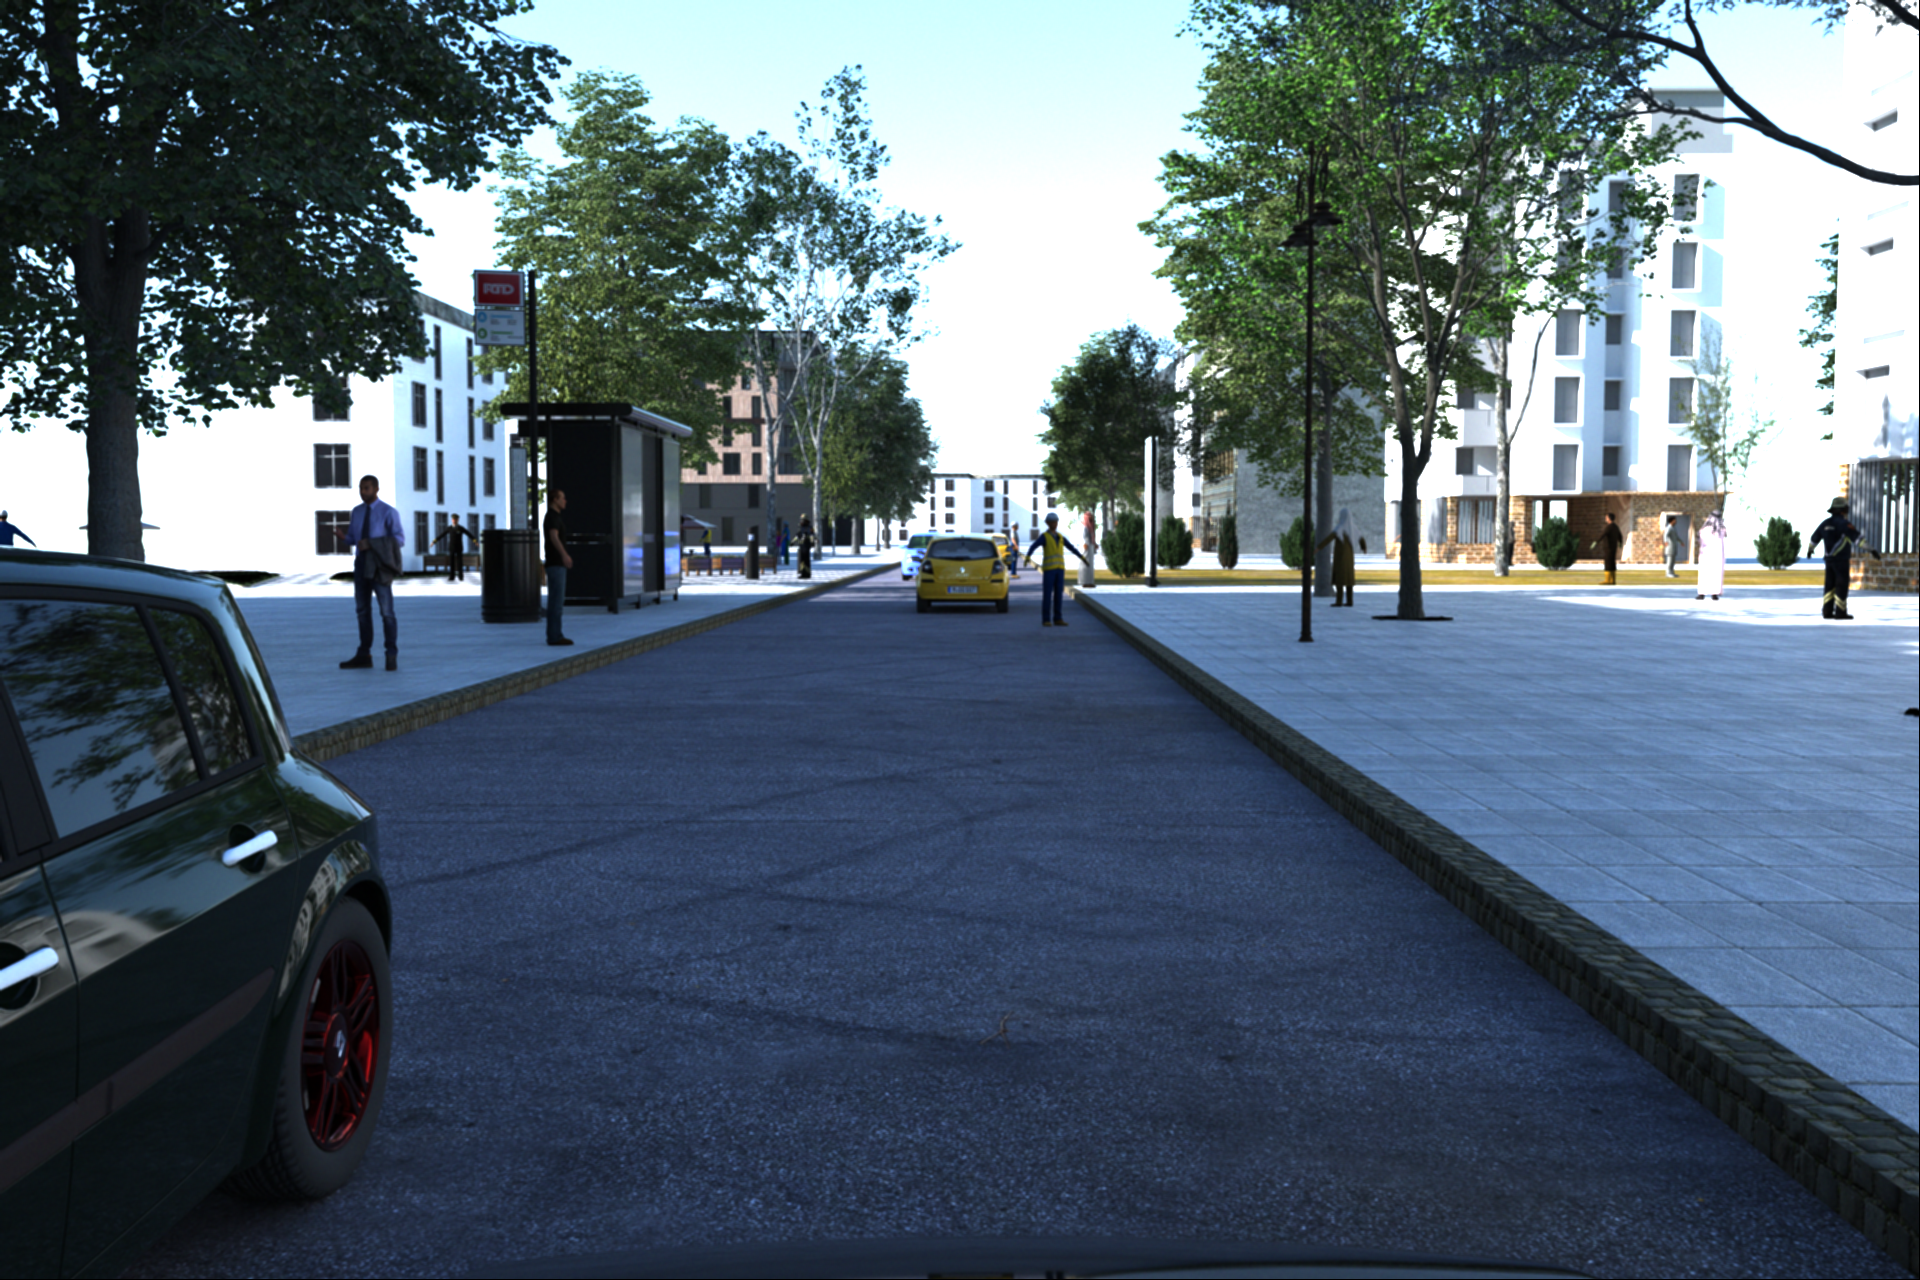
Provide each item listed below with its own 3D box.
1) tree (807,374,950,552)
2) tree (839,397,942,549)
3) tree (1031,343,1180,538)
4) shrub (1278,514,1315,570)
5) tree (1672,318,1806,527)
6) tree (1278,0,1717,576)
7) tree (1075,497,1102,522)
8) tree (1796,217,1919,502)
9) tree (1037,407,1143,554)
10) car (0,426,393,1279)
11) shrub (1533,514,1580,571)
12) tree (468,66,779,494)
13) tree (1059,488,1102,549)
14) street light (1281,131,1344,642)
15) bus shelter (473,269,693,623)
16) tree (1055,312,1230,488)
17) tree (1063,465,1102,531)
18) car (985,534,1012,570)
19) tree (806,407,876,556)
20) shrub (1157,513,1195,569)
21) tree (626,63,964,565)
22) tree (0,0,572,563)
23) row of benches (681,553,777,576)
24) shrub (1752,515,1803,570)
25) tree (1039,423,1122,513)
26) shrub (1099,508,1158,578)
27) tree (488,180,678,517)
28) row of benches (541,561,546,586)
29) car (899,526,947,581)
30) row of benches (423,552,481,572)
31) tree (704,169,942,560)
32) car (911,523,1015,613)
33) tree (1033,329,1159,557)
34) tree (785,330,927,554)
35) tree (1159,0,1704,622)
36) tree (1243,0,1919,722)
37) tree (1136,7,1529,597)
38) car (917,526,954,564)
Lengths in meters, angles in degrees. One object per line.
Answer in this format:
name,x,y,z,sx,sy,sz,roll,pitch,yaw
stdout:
tree,-5.925,-13.271,127.352,12.009,13.543,11.850,0,3,0
tree,-6.281,-14.701,147.020,9.857,13.997,8.962,0,3,0
tree,7.366,-9.207,84.949,7.601,10.594,8.767,1,4,23
shrub,12.111,-3.486,61.411,1.690,2.028,1.600,0,3,0
tree,26.036,-6.661,59.270,4.360,8.622,3.978,0,3,0
tree,15.404,-11.958,51.406,12.611,20.169,13.585,0,3,0
tree,18.216,-17.672,239.304,4.360,8.622,3.978,0,3,0
tree,29.644,-8.808,50.661,9.857,13.997,8.962,0,3,0
tree,8.258,-10.723,109.729,7.601,10.594,8.767,-2,4,-30
car,-2.210,0.451,2.407,2.009,1.686,4.222,0,4,1
shrub,21.014,-3.462,61.019,1.690,2.028,1.600,0,3,0
tree,-8.456,-7.652,43.234,7.486,12.596,7.792,0,3,0
tree,9.550,-11.587,139.809,4.737,8.622,4.395,0,3,0
street light,4.125,-2.916,20.467,0.468,5.910,1.993,0,4,1
bus shelter,-6.272,-3.146,29.065,2.179,5.291,8.768,0,4,0
tree,7.968,-8.485,73.145,7.601,10.594,8.767,2,4,25
tree,8.402,-10.352,119.615,4.737,8.622,4.395,0,3,0
car,1.298,-3.656,69.998,2.015,1.641,3.980,0,4,1
tree,-7.159,-9.209,100.929,4.737,8.622,4.395,0,3,0
shrub,7.723,-3.605,62.979,1.661,2.075,1.752,0,3,0
tree,-6.714,-13.094,69.978,12.611,20.169,13.585,0,3,0
tree,-8.504,-6.738,16.816,9.857,13.997,8.962,0,3,0
row of benches,-7.297,-2.386,54.480,1.422,0.672,4.104,3,4,38
shrub,29.413,-3.541,62.314,1.690,2.028,1.600,0,3,0
tree,9.062,-11.817,127.617,7.601,10.594,8.767,-3,5,-40
shrub,4.932,-2.846,50.569,1.661,2.075,1.752,0,3,0
tree,-8.148,-5.292,36.891,4.737,8.622,4.395,0,3,0
row of benches,-10.928,-1.752,44.109,1.422,0.672,4.104,-1,4,-15
car,-0.935,-2.749,54.540,1.945,1.707,3.694,0,4,1
row of benches,-16.514,-2.656,58.892,4.104,0.672,1.422,2,4,28
tree,-7.015,-14.145,87.166,12.611,20.169,13.585,0,3,0
car,0.057,-1.390,32.946,2.015,1.641,3.980,0,4,0
tree,7.711,-10.897,96.293,7.486,12.596,7.792,0,3,0
tree,-6.674,-12.428,109.859,9.857,13.997,8.962,0,3,0
tree,6.823,-6.114,25.723,9.928,11.665,9.643,0,3,0
tree,7.253,-6.193,11.620,12.009,13.543,11.850,0,3,0
tree,7.374,-7.133,34.757,7.486,12.596,7.792,0,3,0
car,-0.145,-2.132,45.080,2.015,1.641,3.980,0,4,1
